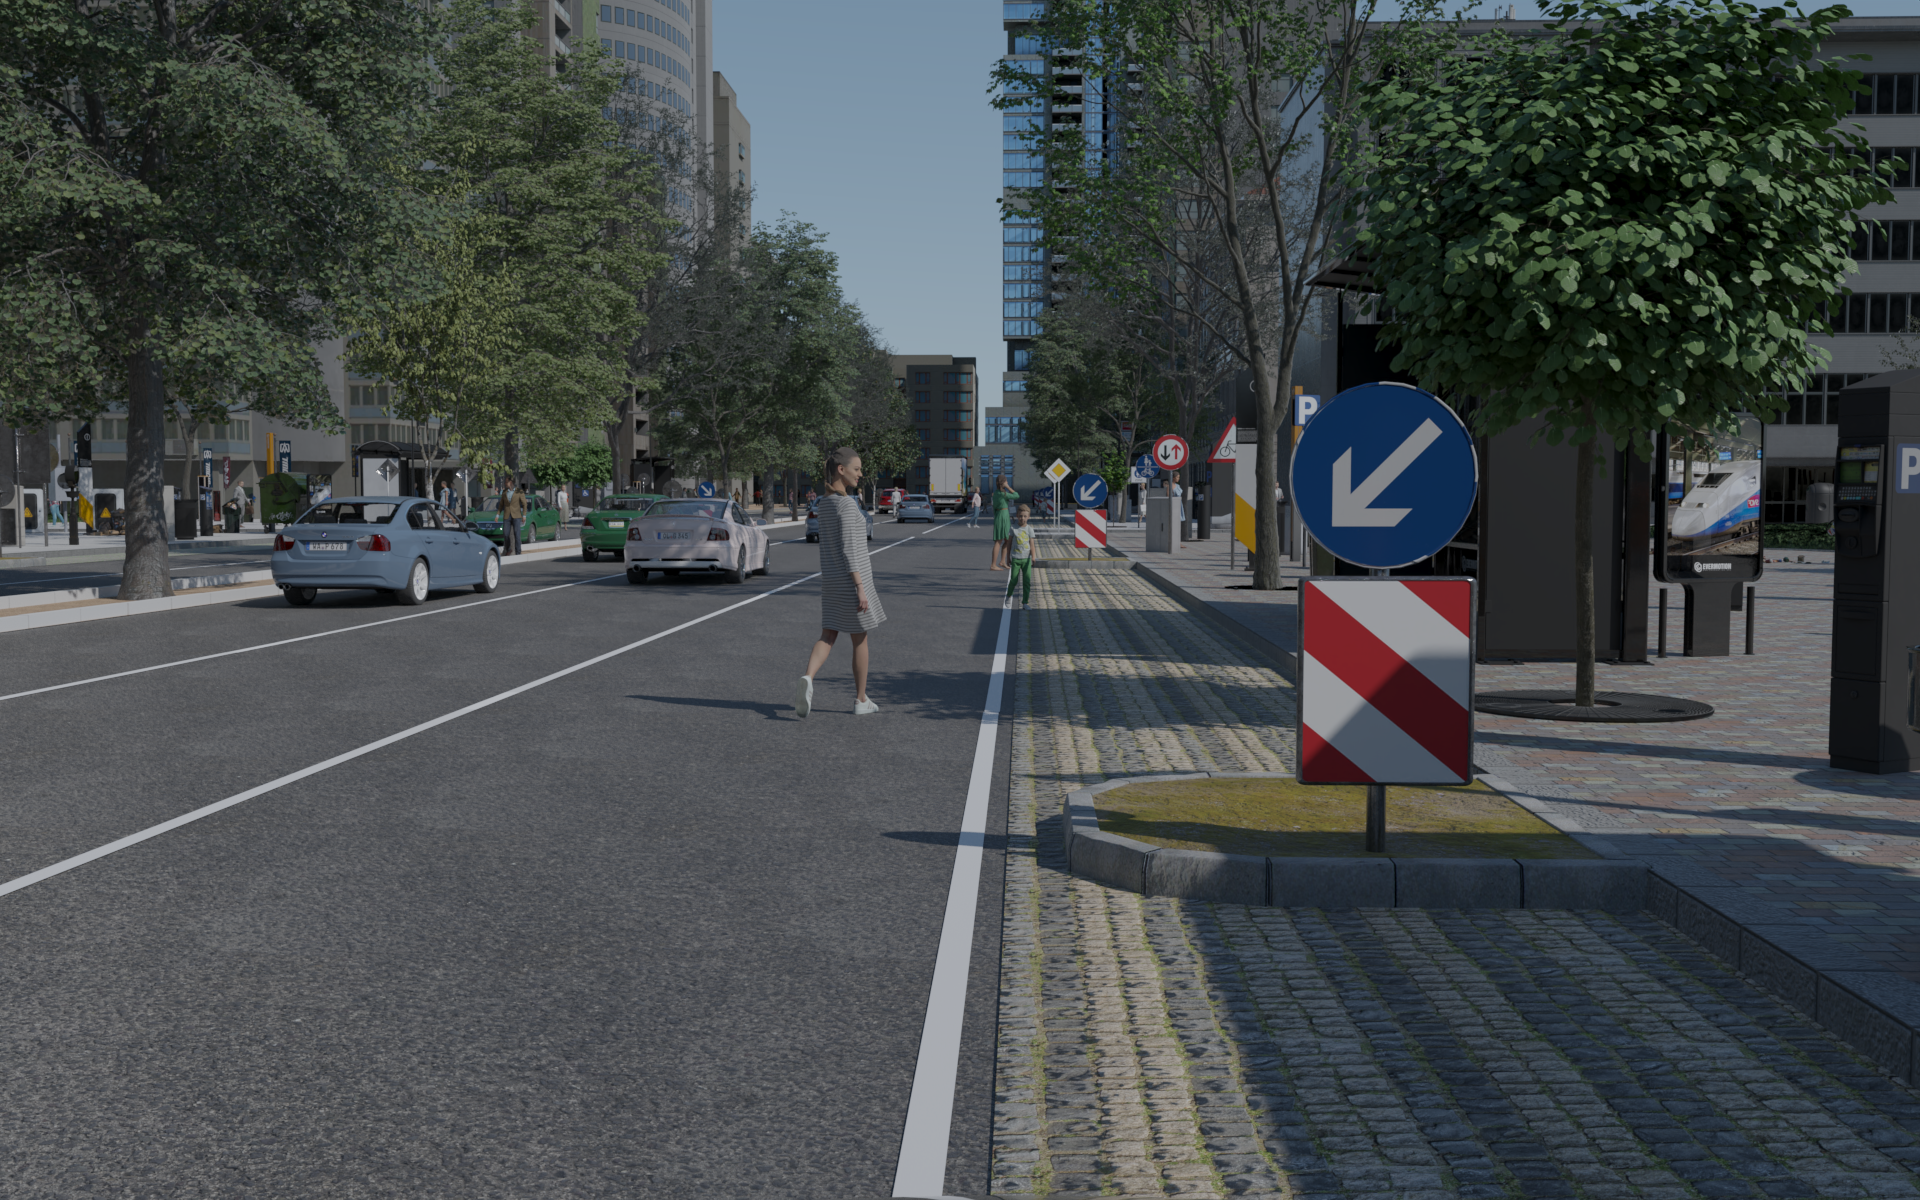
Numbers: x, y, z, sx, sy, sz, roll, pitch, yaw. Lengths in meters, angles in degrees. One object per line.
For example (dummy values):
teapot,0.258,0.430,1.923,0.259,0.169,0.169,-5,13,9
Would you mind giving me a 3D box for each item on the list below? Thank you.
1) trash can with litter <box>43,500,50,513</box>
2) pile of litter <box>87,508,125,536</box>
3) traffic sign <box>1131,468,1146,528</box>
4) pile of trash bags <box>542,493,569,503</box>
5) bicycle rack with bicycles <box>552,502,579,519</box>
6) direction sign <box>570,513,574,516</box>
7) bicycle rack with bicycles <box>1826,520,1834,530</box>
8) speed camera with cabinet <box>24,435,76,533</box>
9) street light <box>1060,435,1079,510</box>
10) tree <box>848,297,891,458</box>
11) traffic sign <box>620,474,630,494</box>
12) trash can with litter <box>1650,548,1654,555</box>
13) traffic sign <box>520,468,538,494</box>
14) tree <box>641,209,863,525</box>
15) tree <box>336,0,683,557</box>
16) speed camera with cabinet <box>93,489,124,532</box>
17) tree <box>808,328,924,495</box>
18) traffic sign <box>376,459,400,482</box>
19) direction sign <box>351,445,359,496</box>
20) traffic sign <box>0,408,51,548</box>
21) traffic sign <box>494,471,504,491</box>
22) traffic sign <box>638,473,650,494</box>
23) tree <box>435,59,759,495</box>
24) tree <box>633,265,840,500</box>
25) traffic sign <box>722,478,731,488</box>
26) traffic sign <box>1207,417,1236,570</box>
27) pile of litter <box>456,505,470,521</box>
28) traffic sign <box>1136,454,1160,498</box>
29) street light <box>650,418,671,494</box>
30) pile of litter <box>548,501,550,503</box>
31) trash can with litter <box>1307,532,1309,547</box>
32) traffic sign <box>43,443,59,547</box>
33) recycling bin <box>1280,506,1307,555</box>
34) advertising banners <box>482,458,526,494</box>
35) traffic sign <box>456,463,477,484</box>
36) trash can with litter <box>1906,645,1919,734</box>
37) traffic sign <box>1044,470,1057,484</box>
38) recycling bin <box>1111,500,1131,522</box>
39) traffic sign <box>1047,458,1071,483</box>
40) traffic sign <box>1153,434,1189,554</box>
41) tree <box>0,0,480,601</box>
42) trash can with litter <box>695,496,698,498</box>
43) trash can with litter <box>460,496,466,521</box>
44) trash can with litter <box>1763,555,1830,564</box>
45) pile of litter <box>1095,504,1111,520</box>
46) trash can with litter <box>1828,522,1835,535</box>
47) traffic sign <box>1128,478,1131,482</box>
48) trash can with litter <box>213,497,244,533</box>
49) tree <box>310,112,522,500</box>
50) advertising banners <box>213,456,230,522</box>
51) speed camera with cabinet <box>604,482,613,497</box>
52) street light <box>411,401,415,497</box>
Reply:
trash can with litter,-43.522,-4.367,82.794,1.055,1.170,0.624,0,4,5
pile of litter,-26.065,-2.426,53.631,1.719,0.858,1.176,0,4,-3
traffic sign,6.750,-3.867,65.359,0.606,2.300,0.079,1,4,12
pile of trash bags,-27.049,-6.268,112.227,3.447,1.369,1.912,0,4,-2
bicycle rack with bicycles,-21.282,-4.727,90.664,2.925,0.926,2.852,-2,4,-29
direction sign,-23.130,-6.824,103.565,0.379,3.537,0.876,3,4,38
bicycle rack with bicycles,24.751,-1.960,45.434,2.852,0.926,2.925,-2,4,-27
speed camera with cabinet,-30.274,-3.835,57.031,0.660,3.252,2.038,3,5,40
street light,6.177,-7.694,98.344,1.470,5.913,1.316,0,4,2
tree,-8.532,-10.792,89.278,12.009,13.543,11.850,0,3,0
traffic sign,-20.864,-6.561,107.381,0.768,2.556,0.104,0,4,5
trash can with litter,15.248,-1.594,37.113,1.678,1.210,2.233,3,4,36
traffic sign,-21.041,-5.172,84.569,0.884,2.594,0.081,0,4,3
tree,-8.743,-10.345,78.252,9.857,13.997,8.962,0,3,0
tree,-10.195,-7.252,39.146,7.486,12.596,7.792,0,3,0
speed camera with cabinet,-27.046,-3.781,56.153,2.038,3.252,0.660,-1,4,-14
tree,-7.321,-11.960,115.014,9.611,12.733,9.660,0,3,0
traffic sign,-18.766,-3.342,56.824,0.795,2.593,0.064,0,4,2
direction sign,-27.966,-5.391,80.132,0.379,3.537,0.876,0,4,-2
traffic sign,-22.589,-2.882,40.991,2.265,3.308,0.079,0,4,7
traffic sign,-21.994,-5.075,83.076,0.768,2.556,0.104,1,4,8
traffic sign,-19.179,-6.418,105.046,0.768,2.556,0.104,1,4,9
tree,-9.782,-8.325,48.938,12.009,13.543,11.850,0,3,0
tree,-9.180,-8.061,68.668,8.767,10.594,7.601,0,4,2
traffic sign,-18.895,-8.573,140.271,0.768,2.556,0.104,1,4,9
traffic sign,4.612,-1.789,29.250,0.884,2.594,0.081,1,4,9
pile of litter,-23.588,-4.183,82.362,1.719,0.858,1.176,0,4,-3
traffic sign,6.027,-3.395,55.619,0.768,2.556,0.104,1,4,9
street light,-18.370,-8.157,105.904,1.470,5.913,1.316,0,4,2
pile of litter,-27.147,-6.190,115.177,1.176,0.858,1.719,2,4,31
trash can with litter,8.581,-1.868,41.925,1.055,1.170,0.624,0,4,7
traffic sign,-22.318,-2.577,42.238,0.768,2.556,0.104,1,4,9
recycling bin,6.892,-1.476,36.692,0.722,1.027,0.722,2,4,35
advertising banners,-22.072,-5.358,83.795,2.074,3.025,0.090,-1,4,-23
traffic sign,-18.470,-3.830,64.803,0.795,2.593,0.064,0,4,2
trash can with litter,3.056,0.417,4.577,0.624,1.170,1.055,-1,4,-14
traffic sign,3.508,-3.779,63.970,0.795,2.593,0.064,0,4,2
recycling bin,7.434,-4.125,79.994,0.722,1.027,0.722,-2,4,-27
traffic sign,3.212,-3.291,55.990,0.795,2.593,0.064,0,4,2
traffic sign,4.493,-2.255,36.976,0.768,2.556,0.104,0,4,8
tree,-11.040,-6.974,23.135,9.857,13.997,8.962,0,3,0
trash can with litter,-20.357,-7.366,131.820,0.624,1.170,1.055,3,5,39
trash can with litter,-21.432,-3.906,74.914,1.678,1.210,2.233,-2,4,-28
trash can with litter,15.046,-1.309,32.460,2.233,1.210,1.678,2,4,35
pile of litter,6.830,-4.364,85.320,1.719,0.858,1.176,1,4,19
trash can with litter,11.054,-0.584,20.943,1.055,1.170,0.624,-2,4,-33
traffic sign,9.418,-6.070,99.357,0.768,2.556,0.104,1,4,9
trash can with litter,-24.064,-2.768,56.642,1.055,1.170,0.624,0,4,3
tree,-9.980,-4.863,32.337,4.737,8.622,4.395,0,3,0
advertising banners,-34.757,-5.183,80.936,2.074,3.025,0.090,2,4,29
speed camera with cabinet,-22.816,-7.452,116.173,2.038,3.252,0.660,-1,4,-16
street light,-19.909,-5.635,64.680,1.470,5.913,1.316,0,4,2
